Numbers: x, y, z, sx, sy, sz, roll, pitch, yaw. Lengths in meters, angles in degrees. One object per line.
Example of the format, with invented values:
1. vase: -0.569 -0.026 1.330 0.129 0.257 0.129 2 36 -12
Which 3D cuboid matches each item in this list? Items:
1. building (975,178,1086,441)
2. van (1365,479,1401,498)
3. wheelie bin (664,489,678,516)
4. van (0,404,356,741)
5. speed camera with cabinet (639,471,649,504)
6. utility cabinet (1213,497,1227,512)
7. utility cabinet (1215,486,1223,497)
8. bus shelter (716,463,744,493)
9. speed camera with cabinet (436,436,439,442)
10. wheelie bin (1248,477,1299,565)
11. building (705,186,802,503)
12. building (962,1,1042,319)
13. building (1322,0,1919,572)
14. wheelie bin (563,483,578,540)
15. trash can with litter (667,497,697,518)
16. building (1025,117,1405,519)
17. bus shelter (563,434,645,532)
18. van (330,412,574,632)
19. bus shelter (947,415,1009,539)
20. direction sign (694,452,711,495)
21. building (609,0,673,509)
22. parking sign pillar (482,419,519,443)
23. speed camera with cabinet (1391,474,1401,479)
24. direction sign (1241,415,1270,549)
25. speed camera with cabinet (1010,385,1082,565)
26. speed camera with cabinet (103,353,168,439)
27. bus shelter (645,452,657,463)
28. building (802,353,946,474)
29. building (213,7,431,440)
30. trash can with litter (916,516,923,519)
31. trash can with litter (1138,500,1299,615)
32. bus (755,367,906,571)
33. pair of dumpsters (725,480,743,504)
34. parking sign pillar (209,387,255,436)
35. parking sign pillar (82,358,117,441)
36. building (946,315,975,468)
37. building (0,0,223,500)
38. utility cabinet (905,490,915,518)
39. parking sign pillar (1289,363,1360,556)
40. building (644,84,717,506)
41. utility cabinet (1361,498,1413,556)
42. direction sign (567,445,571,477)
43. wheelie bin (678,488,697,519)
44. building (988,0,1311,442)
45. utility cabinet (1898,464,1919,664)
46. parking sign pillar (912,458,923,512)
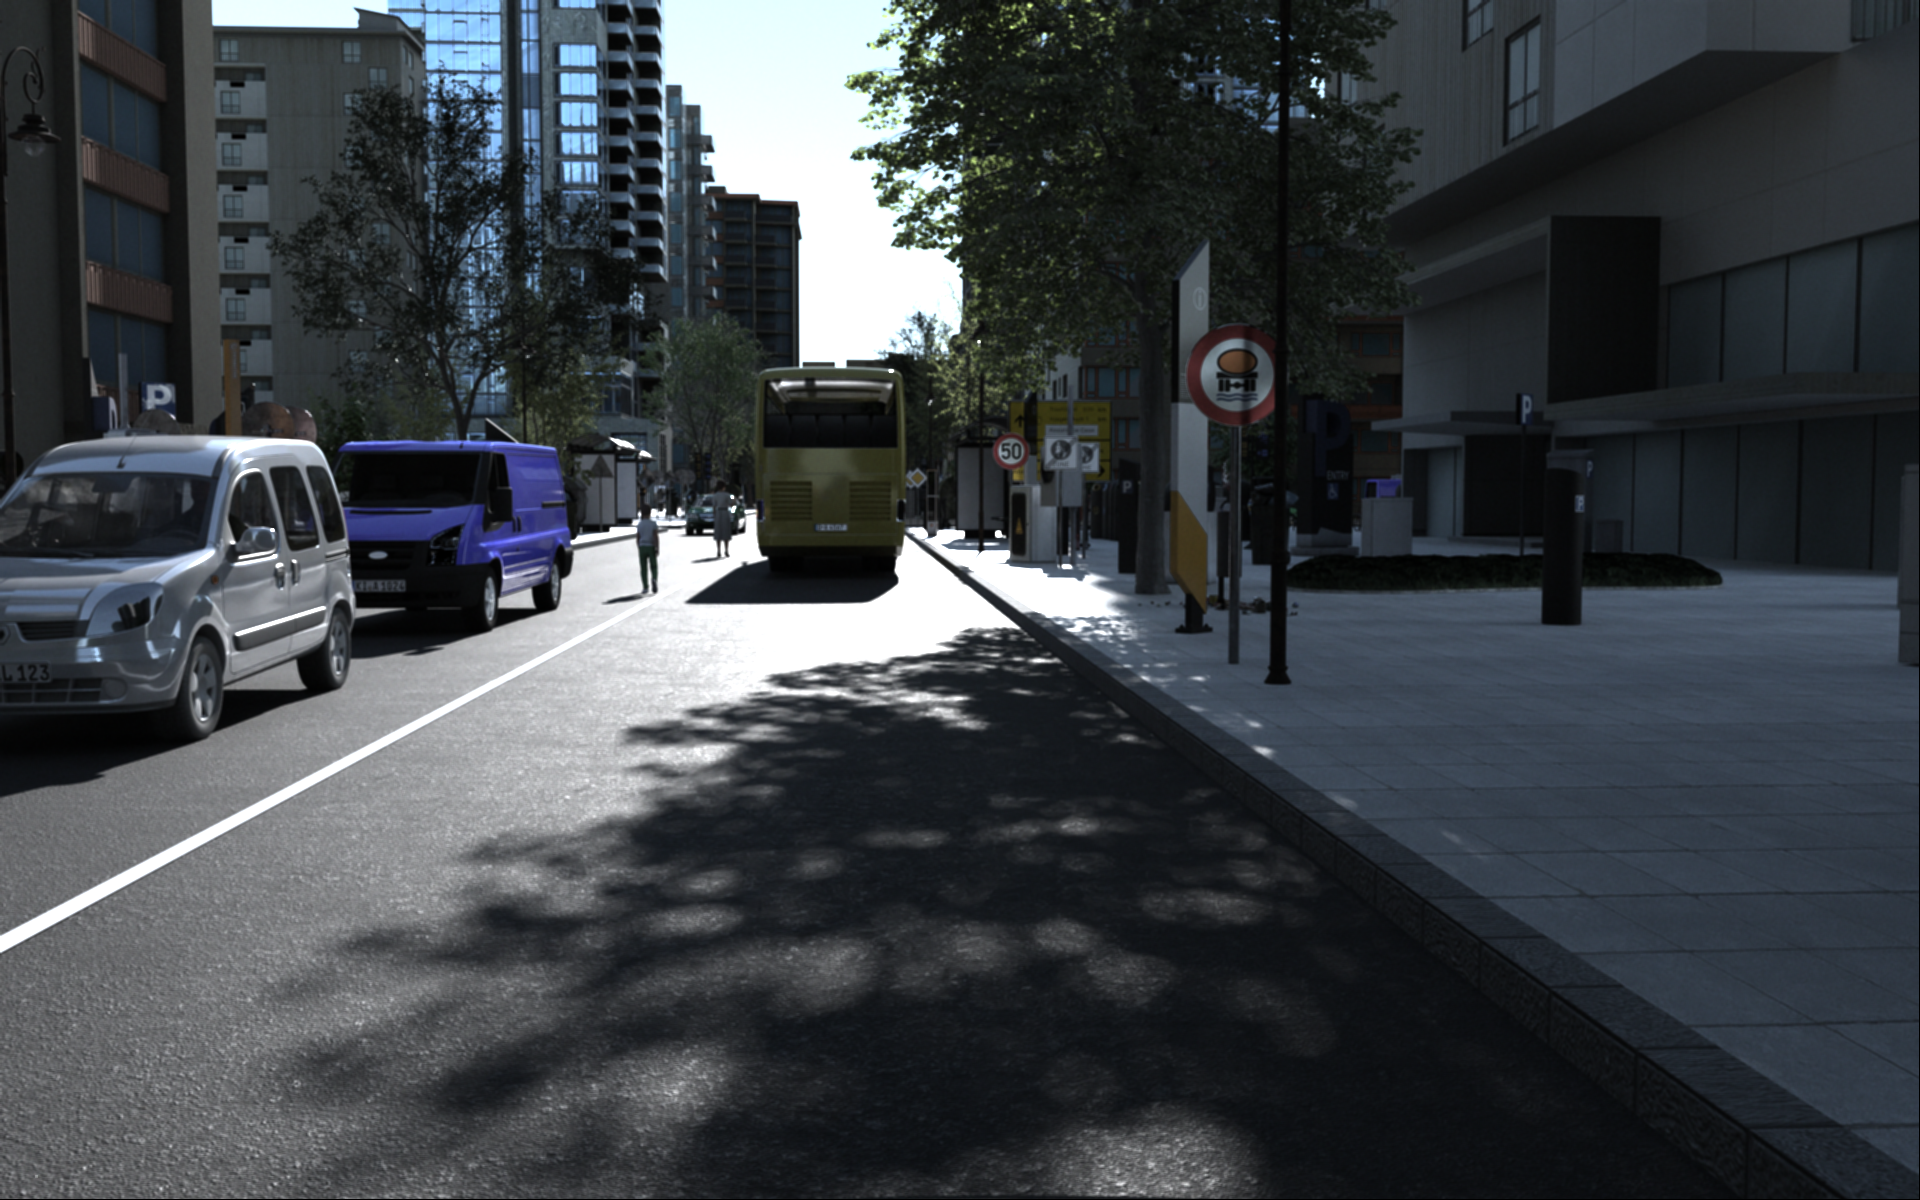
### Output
1. building: 8.245 -23.753 160.063 14.160 30.474 14.107 0 4 -3
2. van: 19.370 -4.089 71.246 5.245 2.365 2.240 0 4 -4
3. wheelie bin: -17.237 -5.859 103.703 0.693 1.594 0.980 3 4 38
4. van: -5.296 -0.264 11.326 2.013 2.044 4.112 0 4 -3
5. speed camera with cabinet: -26.882 -9.277 146.012 0.660 3.252 2.038 1 4 13
6. utility cabinet: 4.731 -1.406 34.148 1.020 1.237 0.306 -1 4 -20
7. utility cabinet: 6.339 -2.250 45.471 1.173 1.500 0.318 -2 4 -25
8. bus shelter: -17.703 -8.711 133.709 1.731 3.624 6.357 0 4 -3
9. speed camera with cabinet: -17.782 -3.939 58.745 0.660 3.252 2.038 0 4 5
10. wheelie bin: 5.673 -1.445 31.526 0.980 1.594 0.693 2 4 25
11. building: -37.214 -36.318 248.423 28.867 44.769 22.147 0 4 -3
12. building: 8.864 -46.925 205.482 20.563 71.187 20.611 0 4 -3
13. building: 25.103 -27.520 39.184 28.713 52.752 27.495 0 4 -3
14. wheelie bin: -11.051 -2.470 48.299 0.693 1.594 0.980 -2 4 -27
15. trash can with litter: -14.584 -4.991 92.659 2.233 1.210 1.678 1 4 23
16. building: 19.437 -15.493 98.347 28.899 21.520 27.650 0 4 -3
17. bus shelter: -12.529 -4.100 60.952 2.014 3.302 5.546 0 4 -4
18. van: -5.873 -0.941 19.770 2.240 2.365 5.245 0 4 -2
19. bus shelter: 0.800 -3.269 47.378 2.014 3.302 5.546 0 4 -3
20. direction sign: -13.964 -6.244 94.082 0.876 3.537 0.379 0 4 -5
21. building: -37.764 -51.822 159.964 22.319 86.520 31.000 0 4 -3
22. parking sign pillar: -16.330 -4.472 61.592 1.447 3.967 1.447 1 4 17
23. speed camera with cabinet: 31.124 -7.762 121.245 2.038 3.252 0.660 0 4 6
24. direction sign: 6.791 -2.952 40.259 0.876 3.537 0.379 3 5 40
25. speed camera with cabinet: 1.573 -2.306 32.045 0.660 3.252 2.038 -1 4 -22
26. speed camera with cabinet: -11.085 -1.837 24.374 2.038 3.252 0.660 2 4 24
27. bus shelter: -14.533 -4.996 75.613 2.014 3.302 5.546 0 4 -3
28. building: -8.569 -25.007 253.895 28.899 21.520 27.650 0 4 -3
29. building: -72.754 -37.151 196.665 27.495 52.752 28.713 0 4 -3
30. trash can with litter: -1.779 -4.759 88.873 1.678 1.210 2.233 2 4 24
31. trash can with litter: 3.032 -0.501 19.252 1.678 1.210 2.233 -1 4 -12
32. bus: -2.553 -2.658 35.013 2.896 3.916 12.252 0 4 -4
33. pair of dumpsters: -16.133 -7.292 121.711 1.574 2.255 4.437 0 4 -3
34. parking sign pillar: -17.971 -3.320 42.756 1.447 3.967 1.447 1 4 15
35. parking sign pillar: -17.332 -2.843 34.963 1.447 3.967 1.447 -1 4 -19
36. building: 13.382 -20.641 182.520 27.650 21.520 28.899 0 4 -3
37. building: -33.497 -23.746 42.872 28.867 44.769 22.147 0 4 -3
38. utility cabinet: -2.947 -5.147 92.837 1.173 1.500 0.318 -3 5 -42
39. parking sign pillar: 7.611 -2.911 36.062 1.447 3.967 1.447 -3 4 -38
40. building: -44.023 -35.599 201.650 30.456 49.044 23.786 0 4 -3
41. utility cabinet: 7.802 -1.254 31.672 1.020 1.237 0.306 -2 4 -30
42. direction sign: -17.259 -5.217 77.301 0.876 3.537 0.379 3 5 43
43. wheelie bin: -14.085 -5.049 90.462 0.693 1.594 0.980 -2 4 -28
44. building: 14.455 -50.121 132.150 22.319 86.520 31.000 0 4 -3
45. utility cabinet: 7.455 -0.234 12.507 0.318 1.500 1.173 -2 4 -29
46. parking sign pillar: -3.151 -8.395 125.734 1.447 3.967 1.447 -1 4 -14
